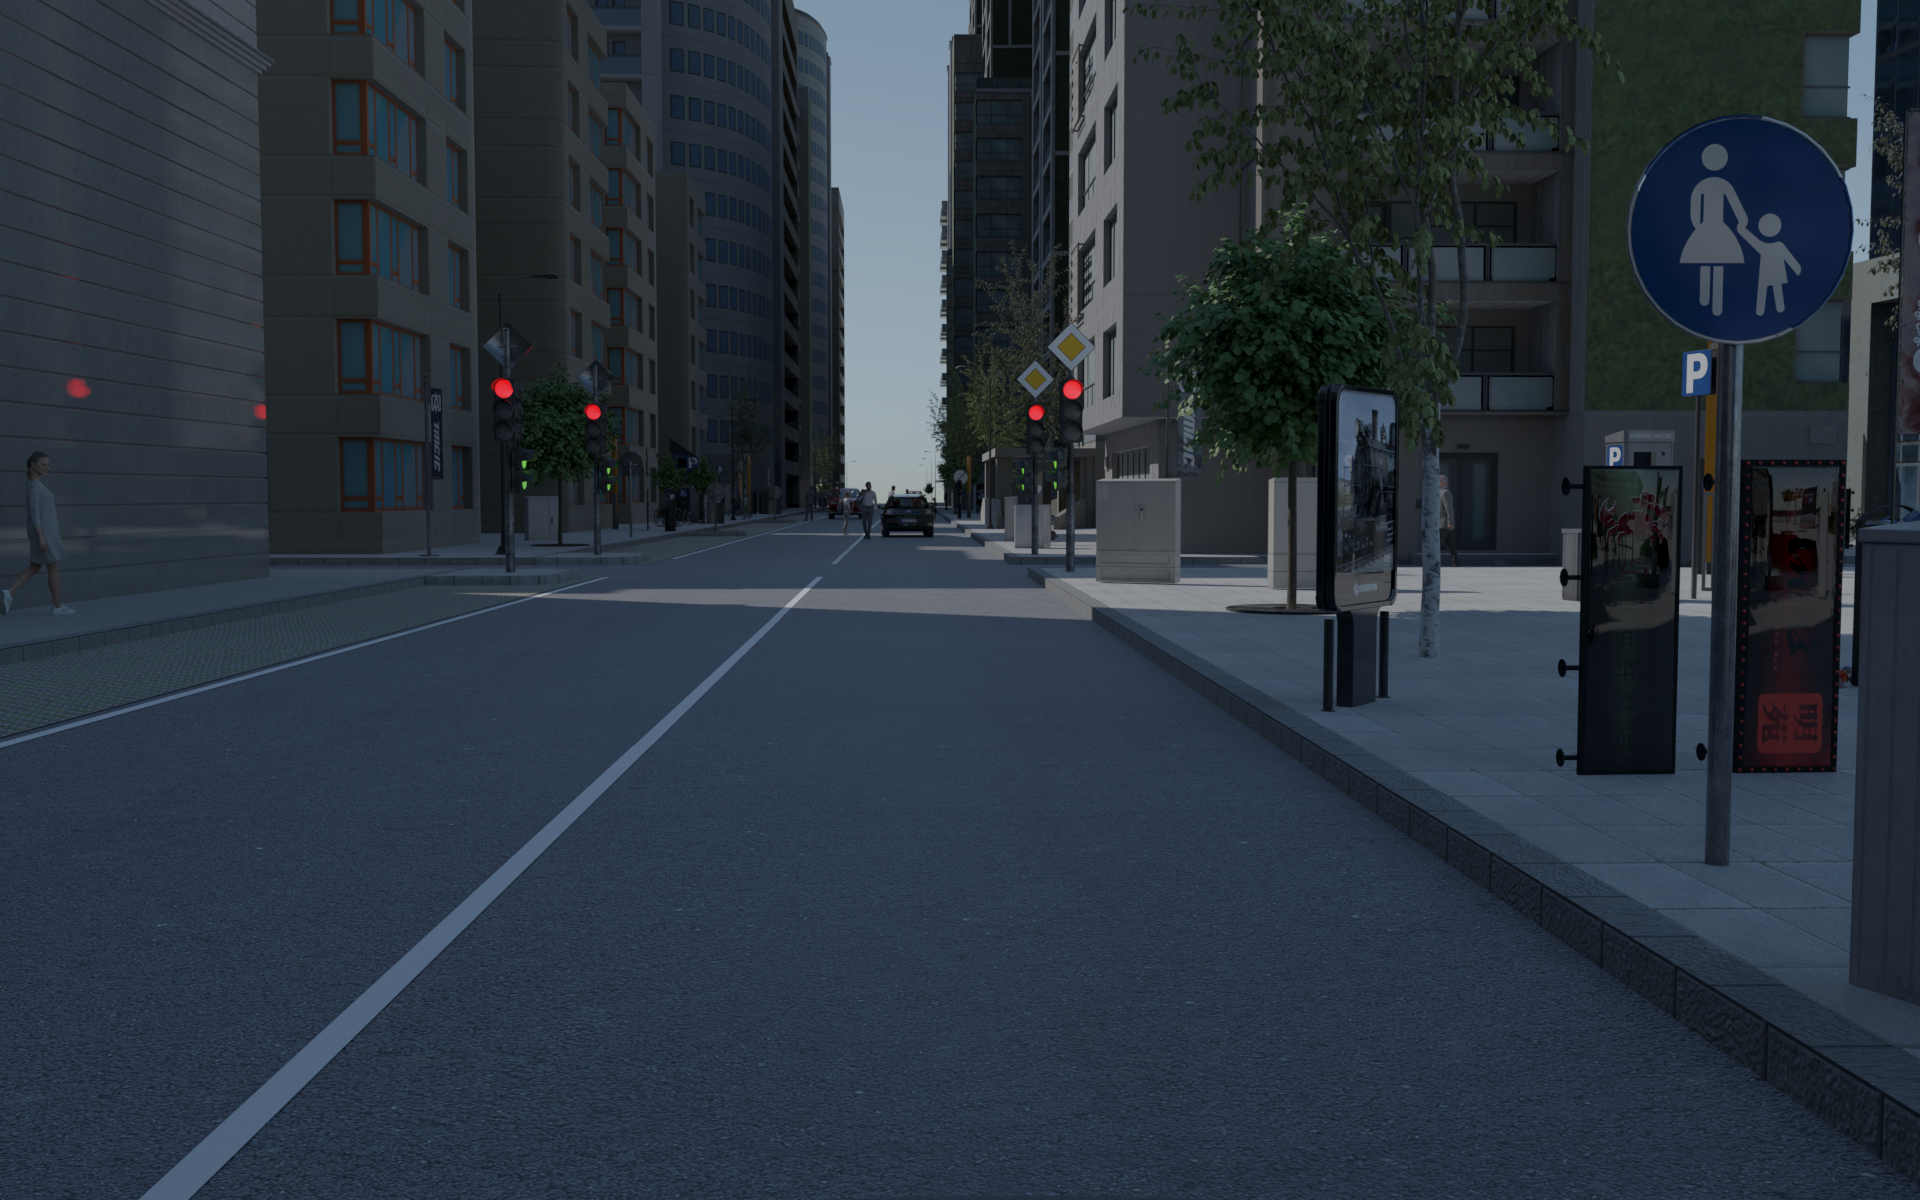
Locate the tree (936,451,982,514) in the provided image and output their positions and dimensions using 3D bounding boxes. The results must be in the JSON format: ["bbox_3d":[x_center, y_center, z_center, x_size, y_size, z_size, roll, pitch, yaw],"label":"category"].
[{"bbox_3d":[-0.040,-7.986,114.282,4.285,4.588,4.351,0,3,0],"label":"tree"}]

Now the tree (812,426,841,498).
[{"bbox_3d":[-14.530,-14.387,185.597,4.737,8.622,4.395,0,3,0],"label":"tree"}]

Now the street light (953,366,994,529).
[{"bbox_3d":[0.553,-5.526,62.884,1.470,5.913,1.316,0,4,-2],"label":"street light"}]

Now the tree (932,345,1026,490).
[{"bbox_3d":[1.786,-8.253,85.299,4.737,8.622,4.395,0,3,0],"label":"tree"}]

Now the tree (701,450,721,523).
[{"bbox_3d":[-11.219,-4.980,76.028,1.663,3.219,1.824,0,3,0],"label":"tree"}]

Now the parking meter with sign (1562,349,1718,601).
[{"bbox_3d":[8.172,-1.508,20.911,1.738,3.016,0.543,-1,4,-13],"label":"parking meter with sign"}]

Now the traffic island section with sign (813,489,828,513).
[{"bbox_3d":[-10.645,-7.764,135.566,1.989,1.847,2.006,0,4,-2],"label":"traffic island section with sign"}]

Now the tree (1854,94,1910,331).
[{"bbox_3d":[14.716,-4.495,23.856,4.360,8.622,3.978,0,3,0],"label":"tree"}]

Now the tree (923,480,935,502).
[{"bbox_3d":[-4.983,-16.693,267.527,1.663,3.219,1.824,0,3,0],"label":"tree"}]

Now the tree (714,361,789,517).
[{"bbox_3d":[-11.842,-8.932,96.396,4.360,8.622,3.978,0,3,0],"label":"tree"}]

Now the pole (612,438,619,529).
[{"bbox_3d":[-12.520,-4.221,62.853,0.158,3.312,0.155,0,3,0],"label":"pole"}]

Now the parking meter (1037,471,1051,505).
[{"bbox_3d":[2.103,-2.318,43.605,0.255,1.863,0.399,-2,4,-27],"label":"parking meter"}]

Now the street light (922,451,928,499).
[{"bbox_3d":[-3.203,-13.142,187.407,1.470,5.913,1.316,0,4,-2],"label":"street light"}]

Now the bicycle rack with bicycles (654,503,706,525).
[{"bbox_3d":[-11.500,-3.647,73.008,2.852,0.926,2.925,-1,4,-22],"label":"bicycle rack with bicycles"}]

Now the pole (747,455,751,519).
[{"bbox_3d":[-10.967,-5.884,90.051,0.158,3.312,0.155,0,3,0],"label":"pole"}]

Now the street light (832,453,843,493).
[{"bbox_3d":[-13.901,-13.650,195.724,1.470,5.913,1.316,0,4,-2],"label":"street light"}]

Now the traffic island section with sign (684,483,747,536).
[{"bbox_3d":[-8.327,-3.090,59.150,1.989,1.847,2.006,0,4,-2],"label":"traffic island section with sign"}]

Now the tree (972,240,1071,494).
[{"bbox_3d":[2.398,-6.137,50.706,4.360,8.622,3.978,0,3,0],"label":"tree"}]

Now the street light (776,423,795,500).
[{"bbox_3d":[-11.422,-8.584,112.889,1.470,5.913,1.316,0,4,-2],"label":"street light"}]

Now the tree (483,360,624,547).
[{"bbox_3d":[-9.999,-3.615,42.812,4.285,4.588,4.351,0,3,0],"label":"tree"}]

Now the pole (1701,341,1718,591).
[{"bbox_3d":[9.911,-1.774,22.840,0.158,3.312,0.155,0,3,0],"label":"pole"}]

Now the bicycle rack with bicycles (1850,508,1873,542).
[{"bbox_3d":[23.219,-1.997,46.041,2.925,0.926,2.852,1,4,12],"label":"bicycle rack with bicycles"}]

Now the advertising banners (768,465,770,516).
[{"bbox_3d":[-11.496,-6.610,104.259,0.090,3.025,2.074,0,4,-7],"label":"advertising banners"}]

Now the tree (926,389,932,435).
[{"bbox_3d":[0.271,-8.837,94.847,4.737,8.622,4.395,0,3,0],"label":"tree"}]

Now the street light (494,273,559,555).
[{"bbox_3d":[-9.123,-3.912,36.496,1.470,5.913,1.316,0,4,-2],"label":"street light"}]

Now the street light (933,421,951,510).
[{"bbox_3d":[-0.815,-8.444,110.597,1.470,5.913,1.316,0,4,-2],"label":"street light"}]

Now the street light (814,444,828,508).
[{"bbox_3d":[-12.897,-11.499,160.551,1.470,5.913,1.316,0,4,-2],"label":"street light"}]

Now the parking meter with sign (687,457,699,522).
[{"bbox_3d":[-12.394,-5.156,80.569,0.543,3.016,1.738,-1,4,-11],"label":"parking meter with sign"}]

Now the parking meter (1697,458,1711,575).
[{"bbox_3d":[11.938,-1.341,27.645,0.399,1.863,0.255,1,4,13],"label":"parking meter"}]

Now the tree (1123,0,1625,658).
[{"bbox_3d":[3.457,-3.855,13.388,4.737,8.622,4.395,0,3,0],"label":"tree"}]

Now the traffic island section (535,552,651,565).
[{"bbox_3d":[-7.632,-0.862,36.382,2.009,0.180,2.903,0,4,-2],"label":"traffic island section"}]

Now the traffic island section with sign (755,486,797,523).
[{"bbox_3d":[-9.146,-4.738,86.093,1.989,1.847,2.006,0,4,-2],"label":"traffic island section with sign"}]

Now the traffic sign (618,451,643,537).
[{"bbox_3d":[-9.772,-3.135,51.364,0.768,2.556,0.104,0,4,5],"label":"traffic sign"}]

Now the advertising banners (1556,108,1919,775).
[{"bbox_3d":[3.770,-0.716,7.891,2.074,3.025,0.090,0,4,-4],"label":"advertising banners"}]

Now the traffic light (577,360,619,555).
[{"bbox_3d":[-7.592,-2.895,36.249,0.839,4.253,0.868,0,4,-2],"label":"traffic light"}]

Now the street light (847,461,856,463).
[{"bbox_3d":[-15.373,-16.572,243.499,1.470,5.913,1.316,0,4,-2],"label":"street light"}]

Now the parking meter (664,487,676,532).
[{"bbox_3d":[-9.935,-3.116,59.360,0.372,1.533,0.369,0,3,0],"label":"parking meter"}]

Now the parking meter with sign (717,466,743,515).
[{"bbox_3d":[-14.239,-6.817,107.712,1.738,3.016,0.543,2,4,24],"label":"parking meter with sign"}]

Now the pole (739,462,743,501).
[{"bbox_3d":[-13.743,-7.018,108.581,0.158,3.312,0.155,0,3,0],"label":"pole"}]

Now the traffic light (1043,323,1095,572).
[{"bbox_3d":[1.807,-2.424,28.559,0.839,4.253,0.868,0,4,-2],"label":"traffic light"}]

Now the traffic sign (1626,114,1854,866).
[{"bbox_3d":[2.626,-0.356,5.930,0.768,2.556,0.104,0,4,-1],"label":"traffic sign"}]

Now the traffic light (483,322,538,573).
[{"bbox_3d":[-7.350,-2.406,28.267,0.839,4.253,0.868,0,4,-2],"label":"traffic light"}]

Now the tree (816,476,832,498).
[{"bbox_3d":[-14.464,-11.398,180.955,1.663,3.219,1.824,0,3,0],"label":"tree"}]

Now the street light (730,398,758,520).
[{"bbox_3d":[-10.497,-6.827,84.161,1.470,5.913,1.316,0,4,-2],"label":"street light"}]

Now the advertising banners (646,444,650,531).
[{"bbox_3d":[-11.023,-3.968,61.064,0.090,3.025,2.074,-1,4,-9],"label":"advertising banners"}]

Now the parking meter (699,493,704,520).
[{"bbox_3d":[-12.975,-4.934,86.384,0.399,1.863,0.255,-2,4,-26],"label":"parking meter"}]

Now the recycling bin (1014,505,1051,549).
[{"bbox_3d":[1.727,-1.751,41.177,0.722,1.027,0.722,1,4,18],"label":"recycling bin"}]

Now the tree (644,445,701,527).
[{"bbox_3d":[-11.433,-4.505,68.258,1.663,3.219,1.824,0,3,0],"label":"tree"}]

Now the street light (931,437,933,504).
[{"bbox_3d":[-1.633,-10.227,139.748,1.470,5.913,1.316,0,4,-2],"label":"street light"}]

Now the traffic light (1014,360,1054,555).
[{"bbox_3d":[1.565,-2.913,36.541,0.839,4.253,0.868,0,4,-2],"label":"traffic light"}]

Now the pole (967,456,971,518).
[{"bbox_3d":[0.475,-6.016,92.203,0.158,3.312,0.155,0,3,0],"label":"pole"}]

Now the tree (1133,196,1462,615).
[{"bbox_3d":[3.593,-2.158,19.005,4.285,4.588,4.351,0,3,0],"label":"tree"}]

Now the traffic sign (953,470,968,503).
[{"bbox_3d":[0.033,-5.582,91.374,0.768,2.556,0.104,0,4,1],"label":"traffic sign"}]
